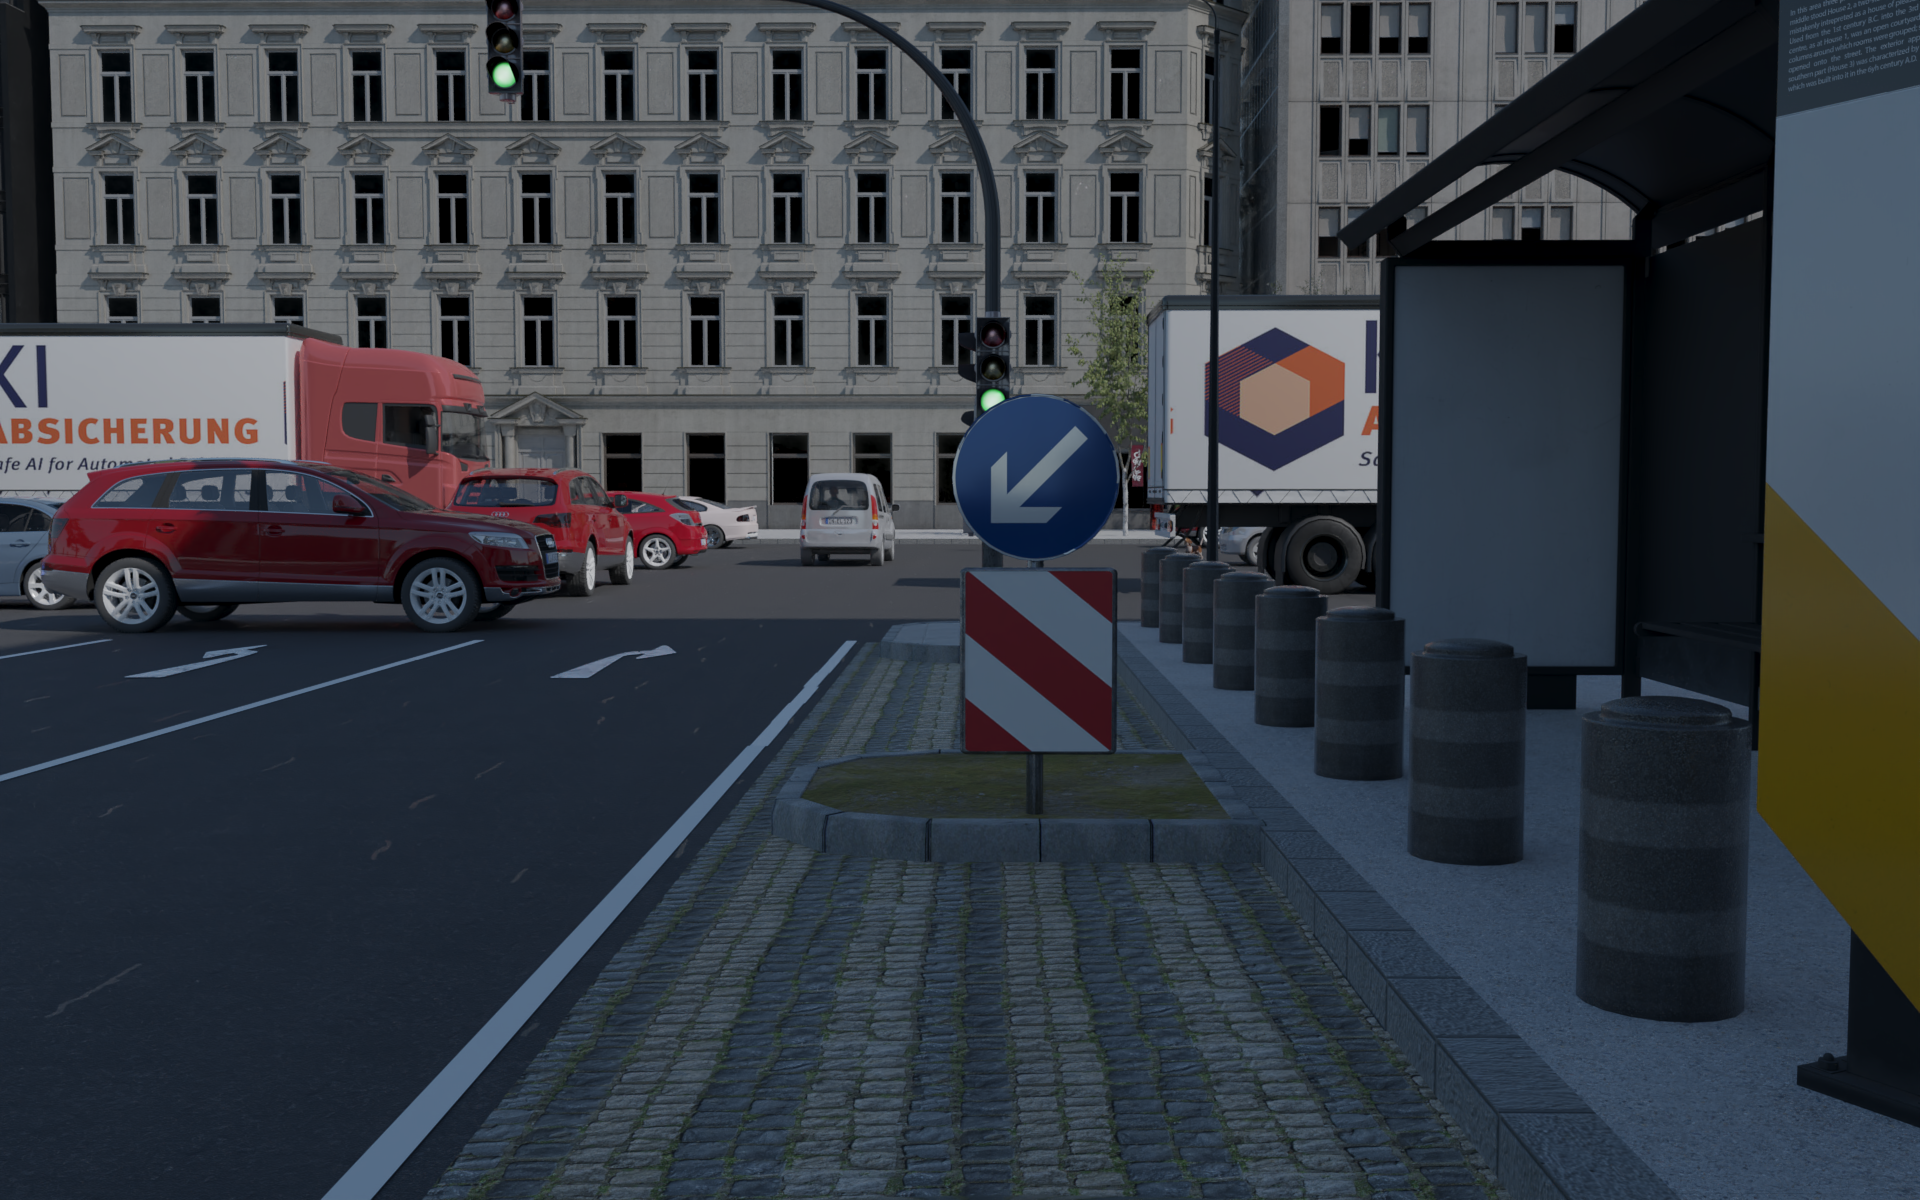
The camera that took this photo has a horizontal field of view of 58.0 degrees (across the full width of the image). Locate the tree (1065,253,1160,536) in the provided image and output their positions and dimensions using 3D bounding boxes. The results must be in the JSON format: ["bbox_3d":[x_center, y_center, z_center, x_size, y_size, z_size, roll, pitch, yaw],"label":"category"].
[{"bbox_3d":[5.097,-6.247,52.496,4.737,8.622,4.395,0,3,0],"label":"tree"}]

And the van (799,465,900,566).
[{"bbox_3d":[-2.289,-1.764,35.861,2.013,2.044,4.112,0,4,2],"label":"van"}]

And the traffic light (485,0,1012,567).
[{"bbox_3d":[-1.820,-2.512,15.737,4.771,5.953,1.251,0,4,1],"label":"traffic light"}]

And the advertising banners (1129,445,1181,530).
[{"bbox_3d":[7.017,-3.992,61.455,2.074,3.025,0.090,0,4,-2],"label":"advertising banners"}]

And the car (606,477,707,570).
[{"bbox_3d":[-7.170,-1.501,33.577,4.494,1.783,2.155,0,4,0],"label":"car"}]

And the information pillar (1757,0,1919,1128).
[{"bbox_3d":[1.936,-0.750,3.611,0.183,3.616,0.504,-2,4,-26],"label":"information pillar"}]

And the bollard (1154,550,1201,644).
[{"bbox_3d":[1.926,-0.017,14.995,0.404,0.777,0.398,0,3,0],"label":"bollard"}]

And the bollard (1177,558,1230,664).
[{"bbox_3d":[1.901,0.091,13.229,0.404,0.777,0.398,0,3,0],"label":"bollard"}]

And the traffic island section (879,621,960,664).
[{"bbox_3d":[0.313,0.386,15.963,2.009,0.180,2.903,0,4,1],"label":"traffic island section"}]

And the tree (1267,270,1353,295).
[{"bbox_3d":[11.160,-6.559,57.597,4.360,8.622,3.978,0,3,0],"label":"tree"}]

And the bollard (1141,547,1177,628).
[{"bbox_3d":[1.950,-0.125,16.761,0.404,0.777,0.398,0,3,0],"label":"bollard"}]

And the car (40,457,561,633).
[{"bbox_3d":[-7.039,-0.618,18.780,5.304,1.827,2.281,0,4,-1],"label":"car"}]

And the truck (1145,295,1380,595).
[{"bbox_3d":[8.478,-2.241,25.547,11.283,4.237,2.839,0,4,1],"label":"truck"}]

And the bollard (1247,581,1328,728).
[{"bbox_3d":[1.850,0.308,9.681,0.404,0.777,0.398,0,3,0],"label":"bollard"}]

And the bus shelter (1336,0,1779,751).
[{"bbox_3d":[3.239,-0.847,7.771,2.014,3.302,5.546,0,4,1],"label":"bus shelter"}]

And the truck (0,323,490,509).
[{"bbox_3d":[-13.208,-2.490,29.633,11.283,4.237,2.839,0,4,0],"label":"truck"}]

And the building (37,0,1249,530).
[{"bbox_3d":[-11.020,-17.932,69.599,44.131,29.872,17.030,0,4,1],"label":"building"}]

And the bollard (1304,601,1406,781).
[{"bbox_3d":[1.826,0.416,7.915,0.404,0.777,0.398,0,3,0],"label":"bollard"}]

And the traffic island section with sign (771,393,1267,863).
[{"bbox_3d":[0.208,0.061,7.633,1.989,1.847,2.006,0,4,1],"label":"traffic island section with sign"}]

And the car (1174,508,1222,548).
[{"bbox_3d":[8.297,-2.304,46.346,5.304,1.827,2.281,0,4,0],"label":"car"}]

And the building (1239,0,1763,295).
[{"bbox_3d":[21.184,-15.218,66.840,19.932,24.808,12.078,0,4,1],"label":"building"}]

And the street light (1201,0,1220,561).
[{"bbox_3d":[1.782,-2.647,15.815,1.470,5.913,1.316,0,4,1],"label":"street light"}]

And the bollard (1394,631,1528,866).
[{"bbox_3d":[1.800,0.524,6.147,0.404,0.777,0.398,0,3,0],"label":"bollard"}]

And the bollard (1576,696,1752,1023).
[{"bbox_3d":[1.774,0.632,4.376,0.404,0.777,0.398,0,3,0],"label":"bollard"}]

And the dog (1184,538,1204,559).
[{"bbox_3d":[4.965,-1.071,36.797,0.406,0.507,0.540,1,4,10],"label":"dog"}]

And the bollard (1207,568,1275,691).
[{"bbox_3d":[1.877,0.199,11.462,0.404,0.777,0.398,0,3,0],"label":"bollard"}]

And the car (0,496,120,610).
[{"bbox_3d":[-12.460,-0.620,22.145,4.499,1.417,2.014,0,4,1],"label":"car"}]

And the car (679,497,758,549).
[{"bbox_3d":[-7.770,-2.052,45.909,4.827,1.381,2.083,0,4,2],"label":"car"}]

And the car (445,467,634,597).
[{"bbox_3d":[-6.184,-1.041,25.699,2.281,1.827,5.304,0,4,-1],"label":"car"}]

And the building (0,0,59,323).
[{"bbox_3d":[-41.405,-14.553,67.622,15.834,23.373,12.332,0,4,1],"label":"building"}]

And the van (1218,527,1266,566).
[{"bbox_3d":[7.280,-1.703,34.850,4.112,2.044,2.013,0,4,2],"label":"van"}]
